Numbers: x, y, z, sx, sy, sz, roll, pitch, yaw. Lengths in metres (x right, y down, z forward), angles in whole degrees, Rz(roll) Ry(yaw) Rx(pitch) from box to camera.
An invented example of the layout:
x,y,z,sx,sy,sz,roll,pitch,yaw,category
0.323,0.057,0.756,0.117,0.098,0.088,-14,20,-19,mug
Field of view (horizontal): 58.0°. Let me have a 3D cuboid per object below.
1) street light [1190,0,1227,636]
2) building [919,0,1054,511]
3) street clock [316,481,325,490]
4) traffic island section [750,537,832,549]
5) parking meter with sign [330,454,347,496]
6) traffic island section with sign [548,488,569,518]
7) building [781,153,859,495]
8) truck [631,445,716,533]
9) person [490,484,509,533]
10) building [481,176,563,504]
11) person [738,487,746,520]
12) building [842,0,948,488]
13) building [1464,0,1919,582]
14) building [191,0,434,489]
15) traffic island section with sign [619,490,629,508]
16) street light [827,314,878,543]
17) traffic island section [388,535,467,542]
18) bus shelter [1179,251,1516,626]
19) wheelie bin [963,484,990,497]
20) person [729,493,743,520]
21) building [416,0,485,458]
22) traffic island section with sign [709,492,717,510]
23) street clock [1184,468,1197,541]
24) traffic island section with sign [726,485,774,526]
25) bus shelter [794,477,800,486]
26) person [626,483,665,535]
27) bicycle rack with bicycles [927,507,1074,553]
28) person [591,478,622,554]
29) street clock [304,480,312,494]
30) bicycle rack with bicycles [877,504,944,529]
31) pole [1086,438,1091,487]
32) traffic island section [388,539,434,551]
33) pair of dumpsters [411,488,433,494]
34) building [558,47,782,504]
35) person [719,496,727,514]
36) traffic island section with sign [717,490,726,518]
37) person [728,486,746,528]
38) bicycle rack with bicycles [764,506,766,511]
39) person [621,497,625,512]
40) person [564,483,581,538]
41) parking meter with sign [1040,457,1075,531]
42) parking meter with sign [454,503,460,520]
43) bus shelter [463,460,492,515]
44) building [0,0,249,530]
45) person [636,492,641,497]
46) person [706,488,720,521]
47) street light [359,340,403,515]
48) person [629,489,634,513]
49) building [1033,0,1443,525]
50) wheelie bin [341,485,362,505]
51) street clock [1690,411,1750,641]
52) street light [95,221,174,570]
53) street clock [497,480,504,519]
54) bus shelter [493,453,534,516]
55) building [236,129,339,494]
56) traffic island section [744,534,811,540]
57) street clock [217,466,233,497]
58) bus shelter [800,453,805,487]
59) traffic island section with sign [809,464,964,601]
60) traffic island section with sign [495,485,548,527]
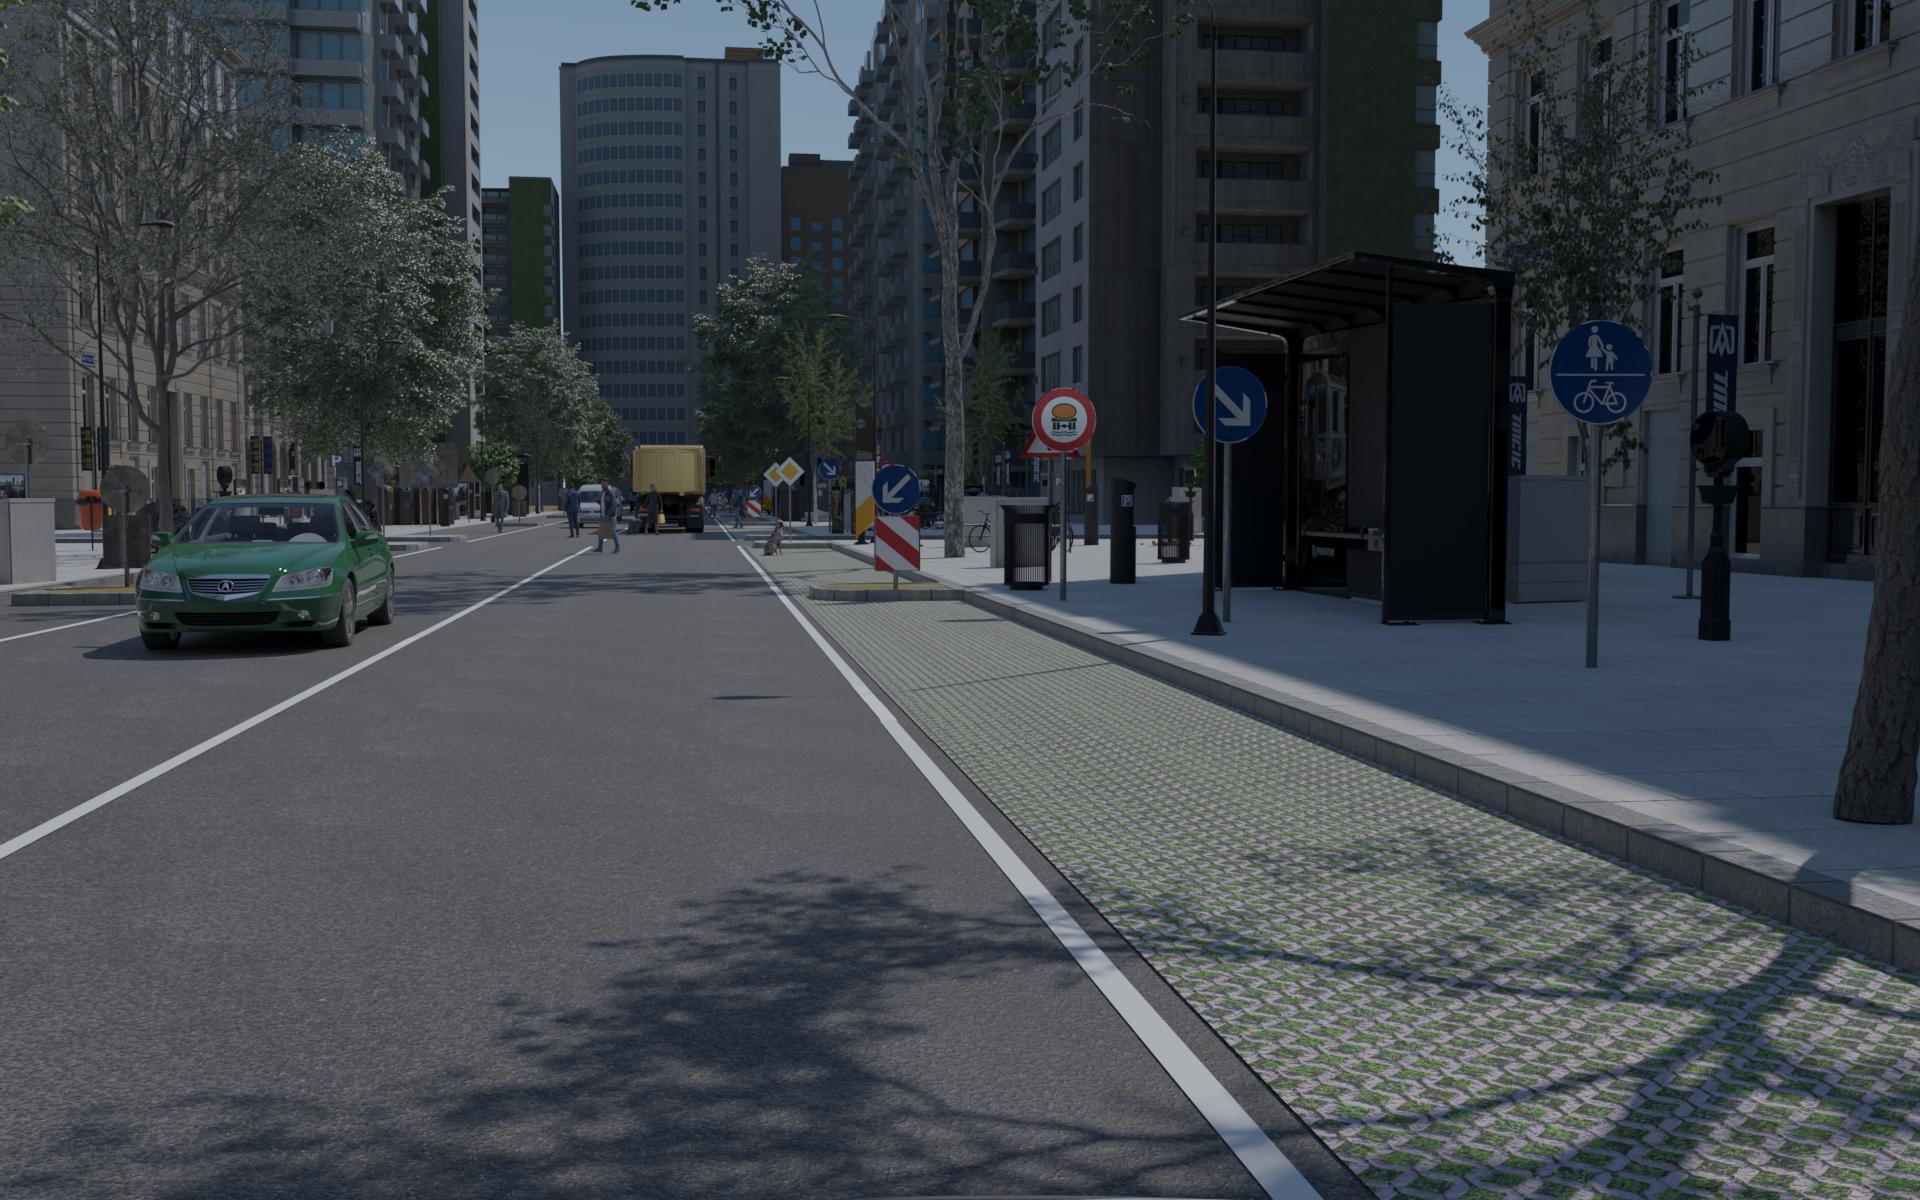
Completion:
x,y,z,sx,sy,sz,roll,pitch,yaw,category
1.735,-2.632,15.574,1.470,5.913,1.316,-1,4,-9,street light
9.660,-28.303,117.376,22.147,44.769,28.867,-1,4,-9,building
-36.058,-5.697,97.723,0.358,2.002,0.471,1,4,18,street clock
-4.535,-1.482,46.504,2.009,0.180,2.903,-1,4,-9,traffic island section
-27.417,-4.925,76.778,0.543,3.016,1.738,0,4,-7,parking meter with sign
-23.695,-5.822,103.814,1.989,1.847,2.006,-1,4,-9,traffic island section with sign
-16.894,-35.543,231.241,14.200,45.320,14.600,-1,4,-9,building
-11.270,-4.389,67.691,3.469,3.379,9.791,0,4,-8,truck
-17.132,-3.414,64.418,0.694,1.812,0.767,0,4,4,person
-59.257,-33.104,224.837,14.086,41.232,14.154,-1,4,-9,building
-12.210,-5.361,96.178,0.660,1.820,0.620,3,4,38,person
0.109,-34.343,181.108,23.786,49.044,30.456,-1,4,-9,building
18.623,-13.973,25.719,12.463,27.353,25.104,-1,4,-9,building
-54.828,-31.694,137.803,23.786,49.044,30.456,-1,4,-9,building
-35.485,-10.509,180.444,1.989,1.847,2.006,-1,4,-9,traffic island section with sign
-2.742,-4.431,44.980,1.470,5.913,1.316,-1,4,-9,street light
-16.169,-1.867,52.804,2.009,0.180,2.903,-1,4,-9,traffic island section
4.195,-1.754,19.964,1.731,3.624,6.357,-1,4,-9,bus shelter
0.447,-2.872,54.866,0.980,1.594,0.693,0,4,4,wheelie bin
-12.253,-5.228,94.465,0.782,1.767,0.515,2,4,29,person
-63.609,-38.785,176.141,28.212,58.520,21.231,-1,4,-9,building
-21.304,-8.984,155.523,1.989,1.847,2.006,-1,4,-9,traffic island section with sign
6.302,-2.617,47.366,0.358,2.002,0.471,1,4,20,street clock
-9.498,-4.289,78.752,1.989,1.847,2.006,-1,4,-9,traffic island section with sign
-11.715,-7.819,121.764,2.014,3.302,5.546,-1,4,-9,bus shelter
-10.979,-3.177,60.666,1.509,1.804,0.699,3,5,44,person
1.363,-1.489,37.729,2.925,0.926,2.852,-3,5,-39,bicycle rack with bicycles
-8.420,-2.009,41.333,0.713,1.824,0.794,-2,4,-29,person
-34.189,-5.279,90.886,0.358,2.002,0.471,0,4,-2,street clock
-1.173,-3.025,62.846,2.925,0.926,2.852,1,4,16,bicycle rack with bicycles
4.112,-3.769,55.471,0.158,3.312,0.155,0,3,0,pole
-14.955,-1.384,44.912,2.009,0.180,2.903,-1,4,-9,traffic island section
-25.592,-4.898,82.568,1.574,2.255,4.437,-1,4,-9,pair of dumpsters
-38.327,-42.122,230.696,28.212,58.520,21.231,-1,4,-9,building
-17.157,-6.884,125.301,0.590,1.304,0.306,2,4,29,person
-13.597,-5.918,105.394,1.989,1.847,2.006,-1,4,-9,traffic island section with sign
-9.263,-3.858,71.919,0.721,1.781,0.623,0,4,-5,person
-13.020,-7.012,128.027,2.925,0.926,2.852,-1,4,-12,bicycle rack with bicycles
-27.766,-7.946,141.643,0.697,1.427,0.421,2,4,26,person
-12.727,-2.952,56.955,0.419,1.800,0.721,3,4,37,person
3.224,-3.973,61.224,1.738,3.016,0.543,3,5,45,parking meter with sign
-25.700,-5.491,86.045,1.738,3.016,0.543,1,4,17,parking meter with sign
-29.764,-7.148,108.153,1.731,3.624,6.357,-1,4,-9,bus shelter
-39.035,-16.815,72.194,12.463,27.353,25.104,-1,4,-9,building
-16.463,-4.941,89.469,0.473,1.802,0.592,2,4,27,person
-13.007,-4.983,90.651,0.731,1.740,0.598,-3,5,-42,person
-17.514,-4.881,52.354,1.470,5.913,1.316,-1,4,-9,street light
-25.014,-7.546,131.868,0.705,1.826,1.348,-1,4,-12,person
11.377,-18.563,75.200,14.107,30.474,14.160,-1,4,-9,building
-22.226,-3.397,63.452,0.693,1.594,0.980,1,4,18,wheelie bin
6.624,-0.647,15.152,0.358,2.002,0.471,-1,4,-20,street clock
-14.052,-3.484,29.512,1.470,5.913,1.316,-1,4,-9,street light
-23.944,-5.245,90.324,0.358,2.002,0.471,0,4,-1,street clock
-26.364,-6.814,102.691,1.731,3.624,6.357,-1,4,-9,bus shelter
-43.398,-15.579,96.513,13.314,21.916,24.055,-1,4,-9,building
-5.750,-1.964,54.396,2.009,0.180,2.903,-1,4,-9,traffic island section
-18.878,-2.443,44.507,0.471,2.002,0.358,3,5,44,street clock
-8.656,-6.733,101.366,1.731,3.624,6.357,-1,4,-9,bus shelter
-1.072,-0.936,23.928,1.989,1.847,2.006,-1,4,-9,traffic island section with sign
-19.596,-4.192,77.171,1.989,1.847,2.006,-1,4,-9,traffic island section with sign
